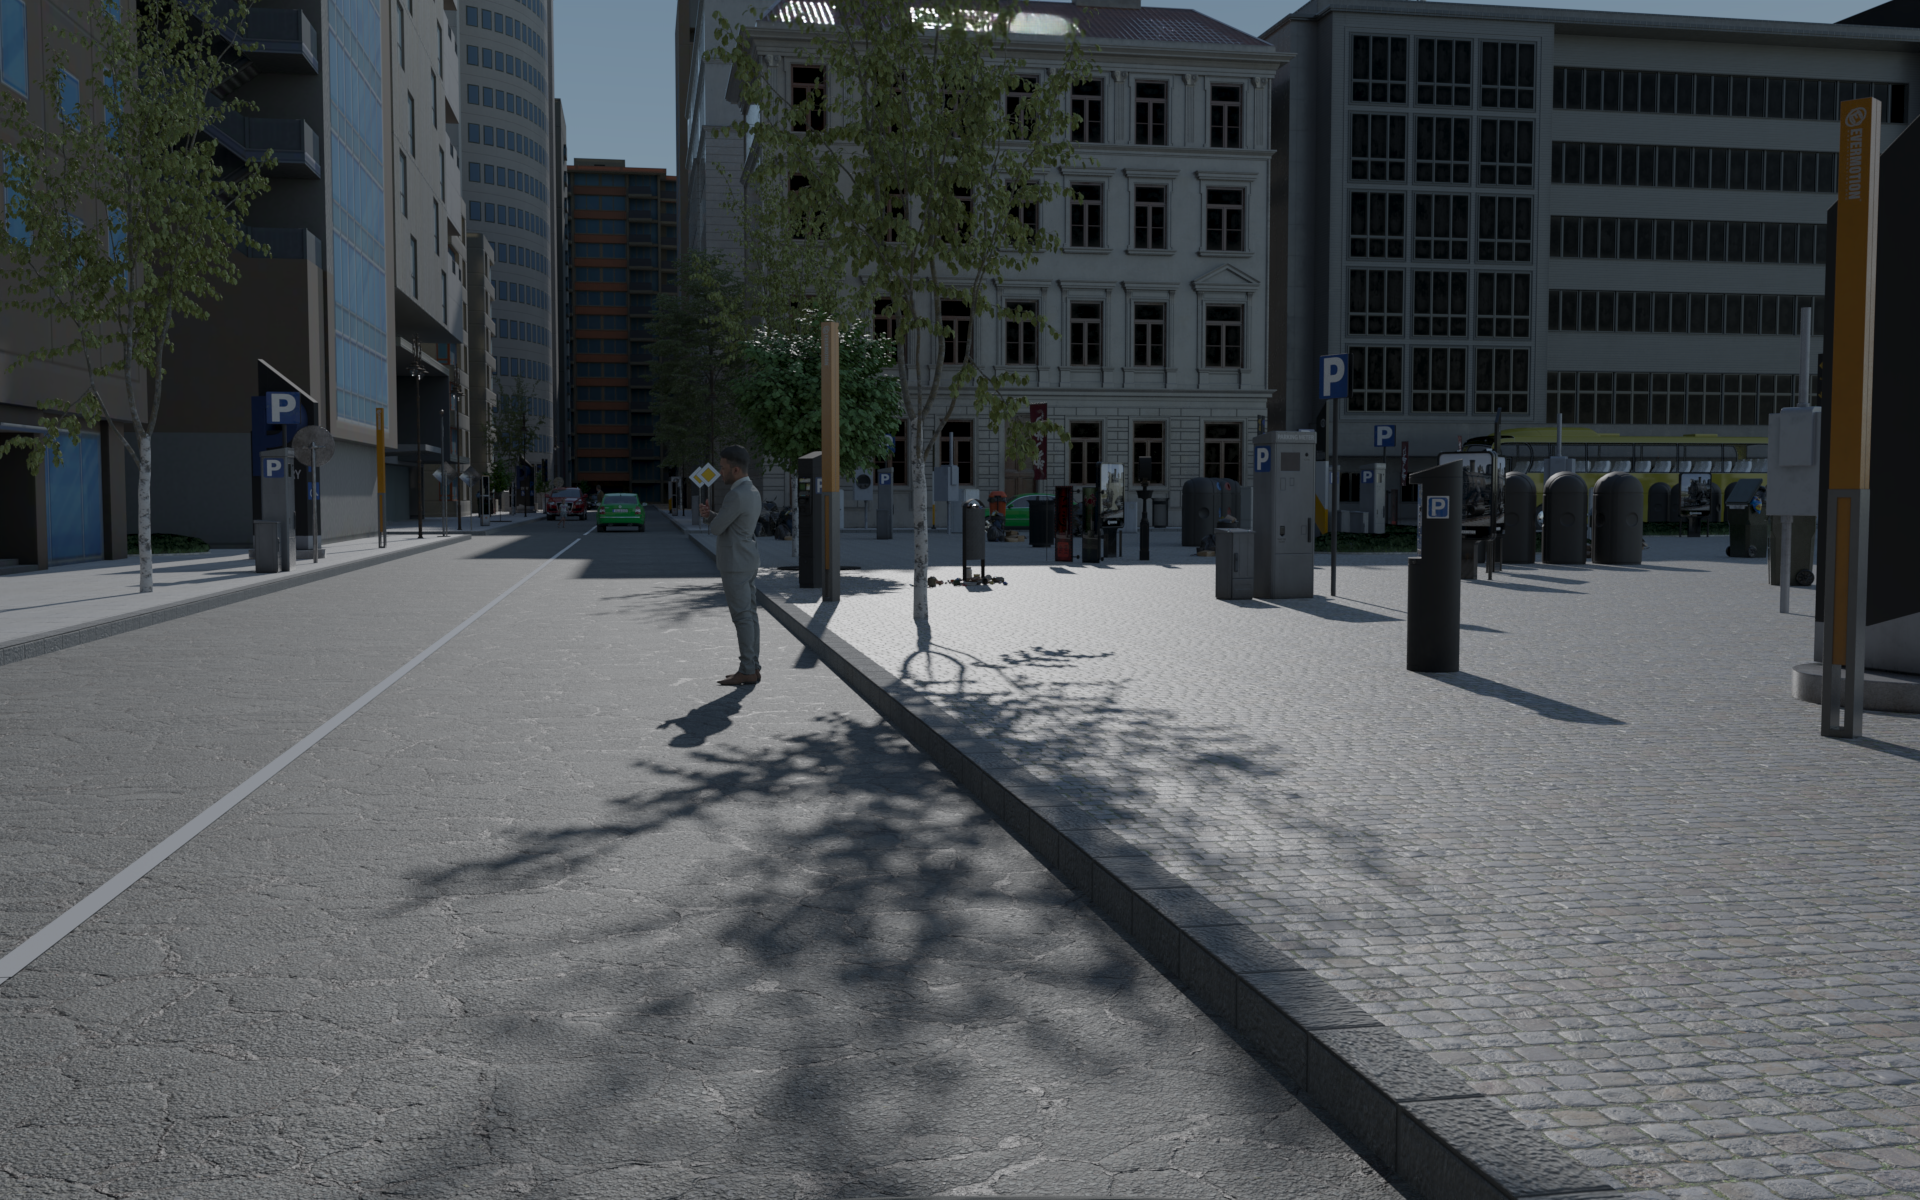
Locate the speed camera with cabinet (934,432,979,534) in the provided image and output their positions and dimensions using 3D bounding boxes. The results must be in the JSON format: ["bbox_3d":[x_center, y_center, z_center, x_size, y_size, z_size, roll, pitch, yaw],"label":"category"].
[{"bbox_3d":[-0.102,-3.785,56.221,0.660,3.252,2.038,2,4,30],"label":"speed camera with cabinet"}]

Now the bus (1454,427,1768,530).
[{"bbox_3d":[24.416,-4.480,64.795,12.252,3.916,2.896,-1,4,-9],"label":"bus"}]

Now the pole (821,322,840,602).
[{"bbox_3d":[-1.543,-1.639,20.647,0.158,3.312,0.155,0,3,0],"label":"pole"}]

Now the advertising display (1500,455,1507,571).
[{"bbox_3d":[8.786,-1.421,28.442,0.123,1.923,0.974,2,4,30],"label":"advertising display"}]

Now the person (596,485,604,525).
[{"bbox_3d":[-16.507,-4.350,79.528,0.656,1.842,0.836,2,4,29],"label":"person"}]

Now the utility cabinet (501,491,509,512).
[{"bbox_3d":[-32.251,-7.034,123.685,0.318,1.500,1.173,1,4,21],"label":"utility cabinet"}]

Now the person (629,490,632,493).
[{"bbox_3d":[-29.305,-8.906,154.249,0.705,1.807,1.348,-1,4,-9],"label":"person"}]

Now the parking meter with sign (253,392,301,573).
[{"bbox_3d":[-11.368,-1.990,28.790,0.543,3.016,1.738,-1,4,-11],"label":"parking meter with sign"}]

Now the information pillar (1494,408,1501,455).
[{"bbox_3d":[14.565,-3.402,46.983,0.183,3.616,0.504,2,4,28],"label":"information pillar"}]

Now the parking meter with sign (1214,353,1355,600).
[{"bbox_3d":[3.968,-1.533,21.334,1.738,3.016,0.543,-2,4,-28],"label":"parking meter with sign"}]

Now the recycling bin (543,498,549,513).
[{"bbox_3d":[-28.346,-6.544,119.545,0.722,1.027,0.722,0,4,6],"label":"recycling bin"}]

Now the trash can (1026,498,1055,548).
[{"bbox_3d":[1.963,-1.836,41.672,0.748,1.137,0.748,0,3,0],"label":"trash can"}]

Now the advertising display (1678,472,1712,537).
[{"bbox_3d":[21.826,-2.829,51.461,0.974,1.923,0.123,0,4,-5],"label":"advertising display"}]

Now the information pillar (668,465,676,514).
[{"bbox_3d":[-18.877,-7.471,113.501,0.504,3.616,0.183,-1,4,-13],"label":"information pillar"}]

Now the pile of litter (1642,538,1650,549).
[{"bbox_3d":[15.441,-1.604,40.190,1.719,0.858,1.176,-2,4,-29],"label":"pile of litter"}]

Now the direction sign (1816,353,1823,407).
[{"bbox_3d":[14.056,-2.180,27.642,0.379,3.537,0.876,-2,4,-30],"label":"direction sign"}]

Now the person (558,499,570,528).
[{"bbox_3d":[-16.848,-3.678,73.644,0.505,1.210,0.382,-3,4,-38],"label":"person"}]

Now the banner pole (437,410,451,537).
[{"bbox_3d":[-15.505,-3.789,51.972,0.401,3.779,0.863,-1,4,-12],"label":"banner pole"}]

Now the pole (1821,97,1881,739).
[{"bbox_3d":[4.671,-0.932,9.079,0.158,3.312,0.155,0,3,0],"label":"pole"}]

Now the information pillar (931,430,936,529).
[{"bbox_3d":[-0.963,-4.411,63.482,0.183,3.616,0.504,0,3,0],"label":"information pillar"}]

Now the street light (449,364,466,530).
[{"bbox_3d":[-17.823,-5.427,61.515,0.468,5.910,1.993,-1,4,-10],"label":"street light"}]

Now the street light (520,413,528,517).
[{"bbox_3d":[-24.313,-7.581,96.742,0.468,5.910,1.993,-1,4,-10],"label":"street light"}]

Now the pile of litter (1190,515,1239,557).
[{"bbox_3d":[5.631,-1.339,35.854,1.719,0.858,1.176,0,4,8],"label":"pile of litter"}]

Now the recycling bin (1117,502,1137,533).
[{"bbox_3d":[5.453,-2.709,56.846,0.722,1.027,0.722,0,4,6],"label":"recycling bin"}]

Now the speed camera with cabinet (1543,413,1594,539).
[{"bbox_3d":[15.409,-2.942,42.441,2.038,3.252,0.660,2,4,27],"label":"speed camera with cabinet"}]

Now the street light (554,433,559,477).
[{"bbox_3d":[-30.722,-9.725,131.786,0.468,5.910,1.993,-1,4,-10],"label":"street light"}]

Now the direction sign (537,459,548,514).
[{"bbox_3d":[-26.634,-7.288,111.157,0.379,3.537,0.876,1,4,9],"label":"direction sign"}]

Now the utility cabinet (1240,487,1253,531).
[{"bbox_3d":[8.880,-2.784,54.201,0.318,1.500,1.173,-2,4,-26],"label":"utility cabinet"}]

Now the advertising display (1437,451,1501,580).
[{"bbox_3d":[7.623,-1.277,26.090,0.123,1.923,0.974,-3,5,-41],"label":"advertising display"}]

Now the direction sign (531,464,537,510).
[{"bbox_3d":[-31.818,-8.435,129.909,0.876,3.537,0.379,-1,4,-22],"label":"direction sign"}]

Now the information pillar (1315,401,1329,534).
[{"bbox_3d":[9.151,-3.204,43.743,0.183,3.616,0.504,-1,4,-20],"label":"information pillar"}]

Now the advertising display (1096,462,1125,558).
[{"bbox_3d":[3.033,-1.820,34.971,0.123,1.923,0.974,2,4,35],"label":"advertising display"}]

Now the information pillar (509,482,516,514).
[{"bbox_3d":[-28.219,-6.400,109.138,0.304,2.012,0.304,1,4,16],"label":"information pillar"}]

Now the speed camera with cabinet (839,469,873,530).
[{"bbox_3d":[-4.212,-4.186,62.782,2.038,3.252,0.660,-1,4,-11],"label":"speed camera with cabinet"}]

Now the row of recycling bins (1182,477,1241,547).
[{"bbox_3d":[6.318,-2.237,43.693,1.069,1.692,3.534,1,4,22],"label":"row of recycling bins"}]

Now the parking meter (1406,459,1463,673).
[{"bbox_3d":[3.443,-0.254,12.567,0.372,1.533,0.369,0,3,0],"label":"parking meter"}]

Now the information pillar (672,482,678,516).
[{"bbox_3d":[-16.670,-5.916,101.226,0.304,2.012,0.304,0,4,3],"label":"information pillar"}]

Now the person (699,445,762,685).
[{"bbox_3d":[-1.740,-0.274,13.157,0.466,1.800,0.511,0,4,-6],"label":"person"}]

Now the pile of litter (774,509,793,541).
[{"bbox_3d":[-4.486,-2.112,48.497,1.719,0.858,1.176,-3,4,-37],"label":"pile of litter"}]

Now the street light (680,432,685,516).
[{"bbox_3d":[-16.052,-7.805,100.404,0.468,5.910,1.993,-1,4,-10],"label":"street light"}]

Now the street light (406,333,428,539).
[{"bbox_3d":[-15.593,-4.715,49.879,0.468,5.910,1.993,-1,4,-10],"label":"street light"}]

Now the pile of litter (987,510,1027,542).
[{"bbox_3d":[1.273,-2.015,46.912,1.176,0.858,1.719,2,4,24],"label":"pile of litter"}]

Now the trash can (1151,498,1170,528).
[{"bbox_3d":[7.549,-3.282,65.315,0.748,1.137,0.748,0,3,0],"label":"trash can"}]

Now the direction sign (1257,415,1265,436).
[{"bbox_3d":[8.644,-3.536,49.809,0.379,3.537,0.876,1,4,22],"label":"direction sign"}]

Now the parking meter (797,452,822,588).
[{"bbox_3d":[-2.010,-1.097,23.653,0.255,1.863,0.399,2,4,33],"label":"parking meter"}]

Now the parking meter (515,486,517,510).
[{"bbox_3d":[-32.886,-7.460,127.677,0.255,1.863,0.399,0,4,6],"label":"parking meter"}]

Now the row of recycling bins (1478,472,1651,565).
[{"bbox_3d":[10.740,-1.523,32.019,3.534,1.692,1.069,1,4,14],"label":"row of recycling bins"}]

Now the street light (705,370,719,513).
[{"bbox_3d":[-9.196,-5.602,64.385,0.468,5.910,1.993,-1,4,-10],"label":"street light"}]

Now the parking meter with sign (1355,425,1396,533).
[{"bbox_3d":[10.243,-2.866,43.113,0.543,3.016,1.738,3,4,36],"label":"parking meter with sign"}]

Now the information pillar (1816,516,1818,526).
[{"bbox_3d":[34.876,-4.044,70.618,0.304,2.012,0.304,1,4,12],"label":"information pillar"}]

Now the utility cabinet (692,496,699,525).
[{"bbox_3d":[-10.975,-3.707,71.771,0.306,1.237,1.020,-1,4,-9],"label":"utility cabinet"}]

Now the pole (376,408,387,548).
[{"bbox_3d":[-13.709,-2.885,41.021,0.158,3.312,0.155,0,3,0],"label":"pole"}]

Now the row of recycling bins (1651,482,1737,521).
[{"bbox_3d":[24.972,-3.153,58.667,1.069,1.692,3.534,-3,5,-39],"label":"row of recycling bins"}]

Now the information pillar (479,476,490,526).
[{"bbox_3d":[-18.977,-3.954,69.146,0.304,2.012,0.304,-3,4,-36],"label":"information pillar"}]

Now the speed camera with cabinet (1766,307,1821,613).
[{"bbox_3d":[9.527,-1.449,18.020,0.660,3.252,2.038,-3,4,-36],"label":"speed camera with cabinet"}]
